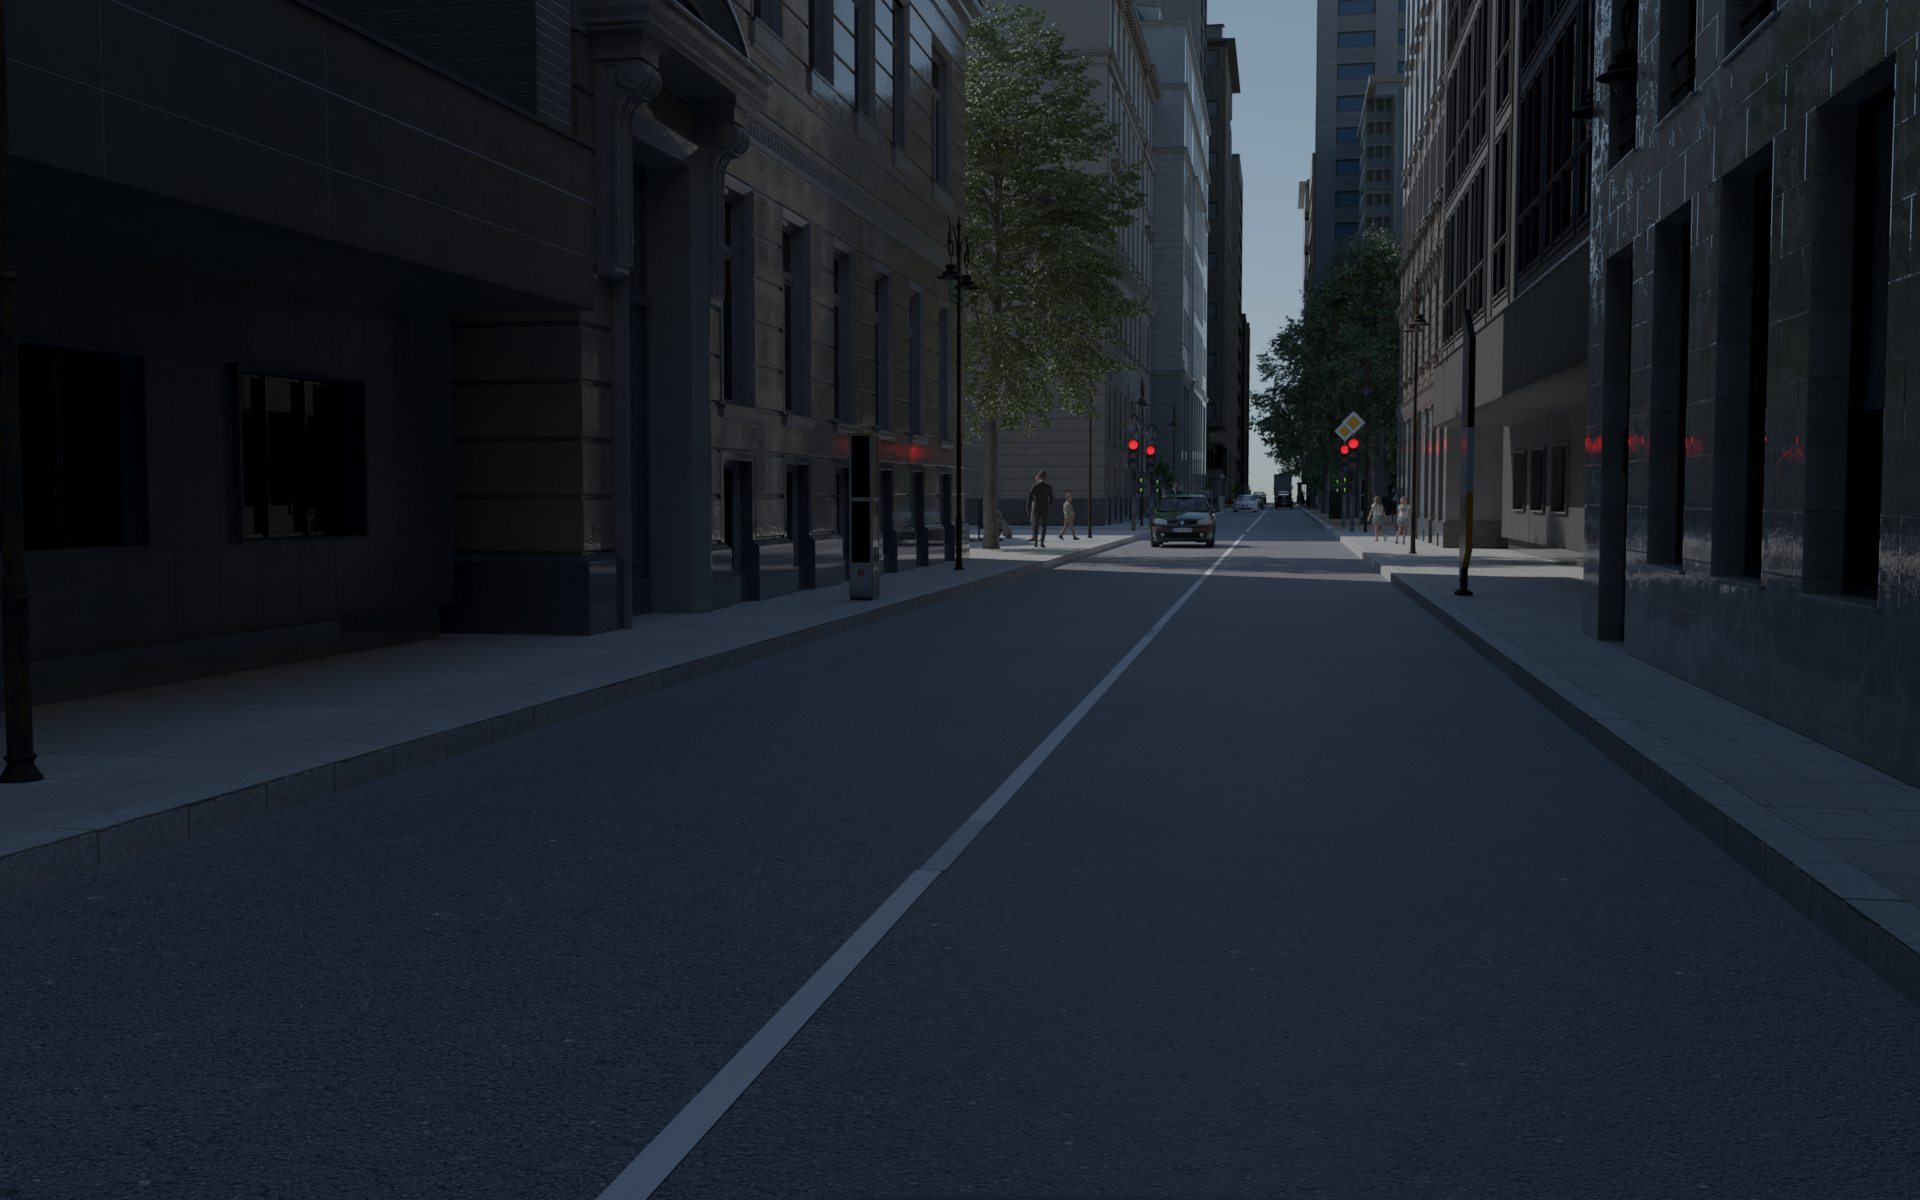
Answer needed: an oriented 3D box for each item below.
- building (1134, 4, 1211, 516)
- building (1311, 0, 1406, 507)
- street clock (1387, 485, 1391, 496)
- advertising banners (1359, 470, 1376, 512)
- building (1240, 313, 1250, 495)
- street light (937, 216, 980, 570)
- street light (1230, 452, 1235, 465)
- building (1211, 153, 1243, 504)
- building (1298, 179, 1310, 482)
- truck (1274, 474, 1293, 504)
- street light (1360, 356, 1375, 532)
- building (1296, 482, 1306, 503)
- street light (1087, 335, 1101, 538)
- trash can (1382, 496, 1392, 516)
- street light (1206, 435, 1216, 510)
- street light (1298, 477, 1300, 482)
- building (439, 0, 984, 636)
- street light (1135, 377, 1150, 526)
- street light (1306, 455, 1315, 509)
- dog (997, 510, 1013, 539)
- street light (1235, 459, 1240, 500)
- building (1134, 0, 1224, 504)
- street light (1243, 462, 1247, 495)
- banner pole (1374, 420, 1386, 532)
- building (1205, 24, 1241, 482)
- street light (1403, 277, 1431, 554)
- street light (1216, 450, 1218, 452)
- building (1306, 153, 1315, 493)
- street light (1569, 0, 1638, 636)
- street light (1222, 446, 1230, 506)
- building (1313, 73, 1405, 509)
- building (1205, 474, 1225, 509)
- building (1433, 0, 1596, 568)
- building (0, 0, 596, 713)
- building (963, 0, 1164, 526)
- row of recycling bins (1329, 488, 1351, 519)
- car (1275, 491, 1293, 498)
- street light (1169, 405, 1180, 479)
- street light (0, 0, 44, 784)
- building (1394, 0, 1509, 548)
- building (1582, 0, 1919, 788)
[{"bbox_3d":[9.372,-20.226,108.187,11.434,29.767,29.804,1,4,10],"label":"building"},{"bbox_3d":[47.145,-38.911,178.197,21.231,58.520,28.212,1,4,10],"label":"building"},{"bbox_3d":[32.632,-7.749,131.269,0.471,2.002,0.358,0,4,7],"label":"street clock"},{"bbox_3d":[28.764,-7.822,124.071,2.074,3.025,0.090,0,4,-7],"label":"advertising banners"},{"bbox_3d":[39.891,-31.203,281.861,14.160,30.474,14.107,1,4,10],"label":"building"},{"bbox_3d":[-0.019,-3.446,29.133,0.468,5.910,1.993,1,4,10],"label":"street light"},{"bbox_3d":[29.021,-13.052,186.191,0.468,5.910,1.993,1,4,10],"label":"street light"},{"bbox_3d":[27.405,-37.463,236.227,21.300,48.544,21.600,1,4,10],"label":"building"},{"bbox_3d":[69.027,-42.237,279.814,28.713,52.752,27.495,1,4,10],"label":"building"},{"bbox_3d":[46.104,-15.797,247.186,2.839,4.237,11.283,1,4,11],"label":"truck"},{"bbox_3d":[13.657,-5.223,58.189,0.468,5.910,1.993,1,4,10],"label":"street light"},{"bbox_3d":[66.059,-34.389,254.143,32.217,40.220,23.993,1,4,10],"label":"building"},{"bbox_3d":[3.787,-4.743,50.328,0.468,5.910,1.993,1,4,10],"label":"street light"},{"bbox_3d":[25.461,-5.610,103.382,0.748,1.137,0.748,0,3,0],"label":"trash can"},{"bbox_3d":[19.080,-9.757,132.318,0.468,5.910,1.993,1,4,10],"label":"street light"},{"bbox_3d":[46.239,-15.944,233.471,0.468,5.910,1.993,1,4,10],"label":"street light"},{"bbox_3d":[-7.690,-14.652,25.465,13.634,28.700,20.117,1,4,10],"label":"building"},{"bbox_3d":[7.220,-5.865,68.677,0.468,5.910,1.993,1,4,10],"label":"street light"},{"bbox_3d":[34.746,-12.178,171.893,0.468,5.910,1.993,1,4,10],"label":"street light"},{"bbox_3d":[1.289,-2.162,49.736,0.513,0.831,0.800,-2,4,-30],"label":"dog"},{"bbox_3d":[33.008,-14.347,207.352,0.468,5.910,1.993,1,4,10],"label":"street light"},{"bbox_3d":[16.877,-45.190,177.103,20.563,71.187,20.611,1,4,10],"label":"building"},{"bbox_3d":[40.486,-16.808,247.590,0.468,5.910,1.993,1,4,10],"label":"street light"},{"bbox_3d":[14.345,-4.223,59.057,0.401,3.779,0.863,1,4,12],"label":"banner pole"},{"bbox_3d":[17.723,-37.485,202.121,28.713,52.752,27.495,1,4,10],"label":"building"},{"bbox_3d":[9.718,-3.927,36.990,0.468,5.910,1.993,1,4,10],"label":"street light"},{"bbox_3d":[21.056,-10.437,143.428,0.468,5.910,1.993,1,4,10],"label":"street light"},{"bbox_3d":[57.593,-37.198,231.884,21.300,48.544,21.600,1,4,10],"label":"building"},{"bbox_3d":[5.768,-2.612,15.491,0.468,5.910,1.993,1,4,10],"label":"street light"},{"bbox_3d":[25.151,-11.757,165.008,0.468,5.910,1.993,1,4,10],"label":"street light"},{"bbox_3d":[47.839,-28.150,152.130,32.217,40.220,23.993,1,4,10],"label":"building"},{"bbox_3d":[7.544,-28.389,156.047,32.217,40.220,23.993,1,4,10],"label":"building"},{"bbox_3d":[15.650,-14.235,26.254,14.314,27.812,24.014,1,4,10],"label":"building"},{"bbox_3d":[-12.598,-11.129,1.029,14.314,24.678,30.058,1,4,10],"label":"building"},{"bbox_3d":[2.465,-17.375,81.348,12.463,27.353,25.104,1,4,10],"label":"building"},{"bbox_3d":[19.765,-5.078,90.145,1.069,1.692,3.534,0,4,5],"label":"row of recycling bins"},{"bbox_3d":[43.162,-13.579,230.683,2.281,1.827,5.304,1,4,9],"label":"car"},{"bbox_3d":[11.106,-7.162,89.890,0.468,5.910,1.993,1,4,10],"label":"street light"},{"bbox_3d":[-4.206,-2.128,7.579,0.468,5.910,1.993,1,4,10],"label":"street light"},{"bbox_3d":[17.681,-12.183,48.342,9.793,20.994,18.267,1,4,10],"label":"building"},{"bbox_3d":[9.303,-9.260,6.147,10.420,20.320,16.860,1,4,10],"label":"building"}]
